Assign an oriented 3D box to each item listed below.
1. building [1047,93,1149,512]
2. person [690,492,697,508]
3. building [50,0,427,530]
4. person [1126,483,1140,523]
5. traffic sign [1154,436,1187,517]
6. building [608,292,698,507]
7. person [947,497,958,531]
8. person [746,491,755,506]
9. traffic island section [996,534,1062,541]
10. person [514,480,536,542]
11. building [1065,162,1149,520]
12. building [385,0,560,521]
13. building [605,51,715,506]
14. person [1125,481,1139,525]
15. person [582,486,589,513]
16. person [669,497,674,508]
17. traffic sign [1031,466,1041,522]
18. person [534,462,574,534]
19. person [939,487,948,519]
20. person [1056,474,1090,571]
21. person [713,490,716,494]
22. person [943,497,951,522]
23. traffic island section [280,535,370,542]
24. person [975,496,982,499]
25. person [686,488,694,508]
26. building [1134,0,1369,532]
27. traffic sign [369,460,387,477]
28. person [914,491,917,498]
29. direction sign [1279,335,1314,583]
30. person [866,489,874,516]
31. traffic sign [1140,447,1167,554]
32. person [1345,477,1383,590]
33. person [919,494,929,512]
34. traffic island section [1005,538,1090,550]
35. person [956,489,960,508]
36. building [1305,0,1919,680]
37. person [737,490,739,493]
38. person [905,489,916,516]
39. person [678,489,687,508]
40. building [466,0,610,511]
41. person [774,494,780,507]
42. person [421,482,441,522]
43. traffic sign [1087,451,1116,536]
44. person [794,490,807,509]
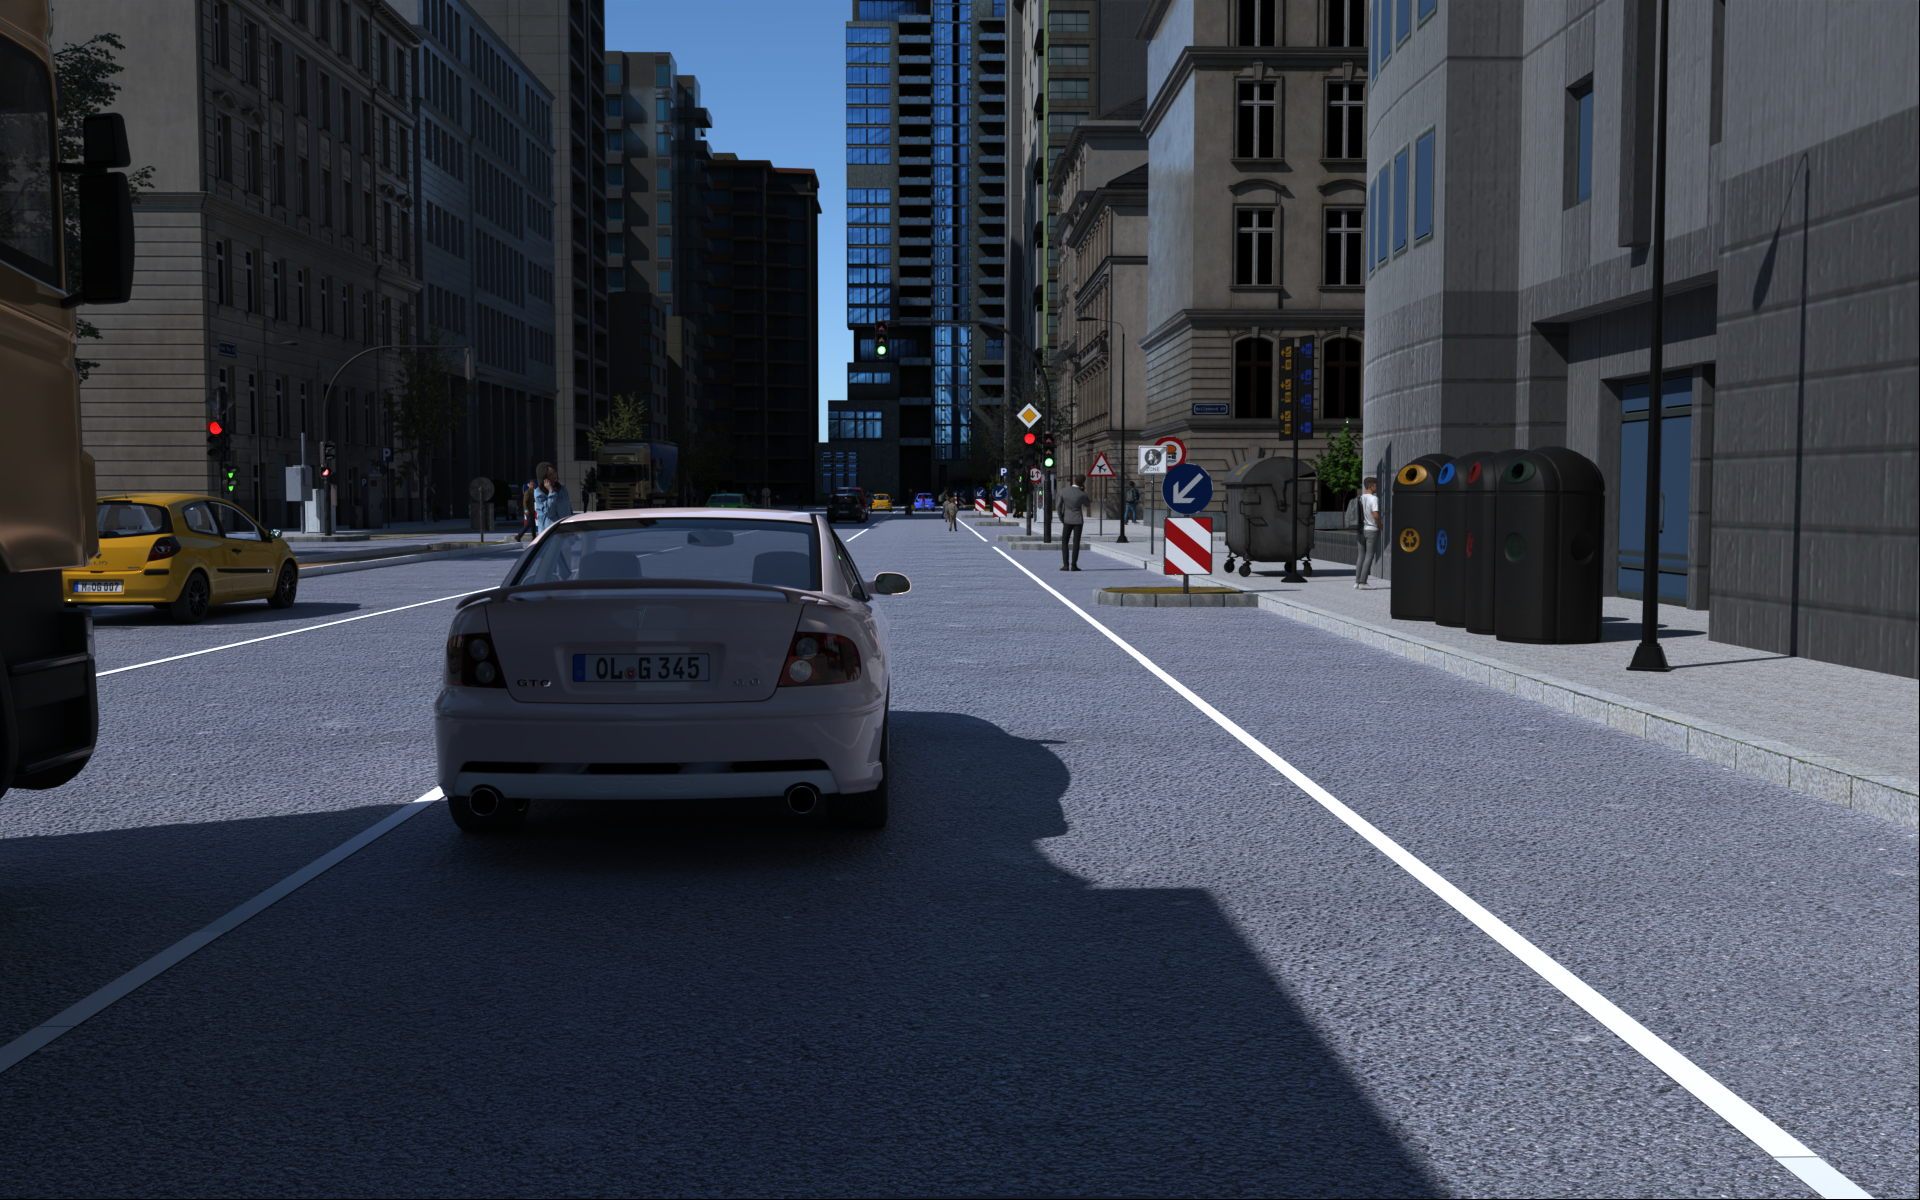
[{"bbox_3d":[13.548,-20.160,117.013,14.401,28.519,23.554,0,4,-1],"label":"building"},{"bbox_3d":[-24.379,-9.110,158.216,0.697,1.427,0.421,1,4,13],"label":"person"},{"bbox_3d":[-30.781,-16.596,68.613,12.463,27.353,25.104,0,4,-1],"label":"building"},{"bbox_3d":[7.698,-4.367,77.618,0.721,1.800,0.419,0,4,-4],"label":"person"},{"bbox_3d":[4.592,-2.320,38.044,0.768,2.556,0.104,0,4,0],"label":"traffic sign"},{"bbox_3d":[-40.511,-19.440,162.883,27.650,21.520,28.899,0,4,-1],"label":"building"},{"bbox_3d":[-0.290,-3.292,66.605,0.475,1.303,0.640,1,4,15],"label":"person"},{"bbox_3d":[-19.651,-9.335,161.642,1.217,1.766,0.721,1,4,21],"label":"person"},{"bbox_3d":[2.150,-1.912,53.537,2.009,0.180,2.903,0,4,-1],"label":"traffic island section"},{"bbox_3d":[-12.423,-2.539,49.929,0.836,1.842,0.656,-2,4,-27],"label":"person"},{"bbox_3d":[11.804,-14.083,94.880,10.561,19.102,19.286,0,4,-1],"label":"building"},{"bbox_3d":[-30.973,-19.477,95.944,11.434,29.767,29.804,0,4,-1],"label":"building"},{"bbox_3d":[-42.598,-34.773,188.152,30.456,49.044,23.786,0,4,-1],"label":"building"},{"bbox_3d":[7.082,-4.034,71.984,0.713,1.824,0.794,-2,4,-26],"label":"person"},{"bbox_3d":[-23.381,-6.231,108.105,0.419,1.800,0.721,1,4,12],"label":"person"},{"bbox_3d":[-24.098,-8.421,144.653,0.541,1.710,0.530,3,4,37],"label":"person"},{"bbox_3d":[3.408,-4.811,78.769,0.768,2.556,0.104,0,3,0],"label":"traffic sign"},{"bbox_3d":[-4.642,-0.675,19.795,0.793,1.790,0.793,-1,4,-9],"label":"person"},{"bbox_3d":[-0.825,-5.622,100.405,0.713,1.824,0.794,2,4,34],"label":"person"},{"bbox_3d":[2.104,-1.443,32.270,0.592,1.802,0.473,2,4,27],"label":"person"},{"bbox_3d":[-24.943,-10.289,174.988,0.721,1.735,1.217,1,4,19],"label":"person"},{"bbox_3d":[-0.639,-4.628,88.448,0.475,1.303,0.640,1,4,9],"label":"person"},{"bbox_3d":[-19.387,-1.885,53.102,2.009,0.180,2.903,0,4,-1],"label":"traffic island section"},{"bbox_3d":[2.172,-10.966,186.017,1.217,1.739,0.721,1,4,23],"label":"person"},{"bbox_3d":[-24.520,-9.222,156.903,0.705,1.814,1.350,-3,4,-36],"label":"person"},{"bbox_3d":[24.488,-14.912,62.903,34.723,24.649,14.460,0,4,-1],"label":"building"},{"bbox_3d":[-22.119,-4.049,65.931,0.795,2.593,0.064,0,4,7],"label":"traffic sign"},{"bbox_3d":[-4.966,-11.551,198.140,0.721,1.735,1.217,0,4,8],"label":"person"},{"bbox_3d":[4.860,-2.024,25.085,0.379,3.537,0.876,-1,4,-21],"label":"direction sign"},{"bbox_3d":[-6.037,-6.517,115.314,0.793,1.790,0.793,-3,4,-37],"label":"person"},{"bbox_3d":[4.088,-2.118,36.758,0.606,2.300,0.079,0,4,0],"label":"traffic sign"},{"bbox_3d":[5.442,-0.895,23.272,0.503,1.515,0.523,2,4,28],"label":"person"},{"bbox_3d":[-2.906,-7.821,139.597,0.991,1.433,0.599,2,4,34],"label":"person"},{"bbox_3d":[2.314,-1.423,45.553,2.009,0.180,2.903,0,4,-1],"label":"traffic island section"},{"bbox_3d":[-0.129,-9.354,161.068,0.705,1.869,1.348,1,4,13],"label":"person"},{"bbox_3d":[16.838,-29.454,23.576,21.231,58.520,28.212,0,4,-1],"label":"building"},{"bbox_3d":[-26.106,-11.994,202.859,0.721,1.735,1.217,-1,4,-17],"label":"person"},{"bbox_3d":[-3.299,-6.528,115.452,0.699,1.804,1.509,0,4,-3],"label":"person"},{"bbox_3d":[-24.942,-9.056,154.833,0.721,1.735,1.217,3,5,42],"label":"person"},{"bbox_3d":[-36.868,-42.720,136.728,20.563,71.187,20.611,0,4,-1],"label":"building"},{"bbox_3d":[-19.998,-10.885,189.661,0.628,1.438,0.799,3,5,40],"label":"person"},{"bbox_3d":[-24.099,-4.459,78.913,0.822,1.834,0.622,0,4,-3],"label":"person"},{"bbox_3d":[4.312,-3.237,52.931,0.884,2.594,0.081,0,4,0],"label":"traffic sign"},{"bbox_3d":[-15.052,-9.471,163.367,1.348,1.822,0.705,-1,4,-13],"label":"person"}]
